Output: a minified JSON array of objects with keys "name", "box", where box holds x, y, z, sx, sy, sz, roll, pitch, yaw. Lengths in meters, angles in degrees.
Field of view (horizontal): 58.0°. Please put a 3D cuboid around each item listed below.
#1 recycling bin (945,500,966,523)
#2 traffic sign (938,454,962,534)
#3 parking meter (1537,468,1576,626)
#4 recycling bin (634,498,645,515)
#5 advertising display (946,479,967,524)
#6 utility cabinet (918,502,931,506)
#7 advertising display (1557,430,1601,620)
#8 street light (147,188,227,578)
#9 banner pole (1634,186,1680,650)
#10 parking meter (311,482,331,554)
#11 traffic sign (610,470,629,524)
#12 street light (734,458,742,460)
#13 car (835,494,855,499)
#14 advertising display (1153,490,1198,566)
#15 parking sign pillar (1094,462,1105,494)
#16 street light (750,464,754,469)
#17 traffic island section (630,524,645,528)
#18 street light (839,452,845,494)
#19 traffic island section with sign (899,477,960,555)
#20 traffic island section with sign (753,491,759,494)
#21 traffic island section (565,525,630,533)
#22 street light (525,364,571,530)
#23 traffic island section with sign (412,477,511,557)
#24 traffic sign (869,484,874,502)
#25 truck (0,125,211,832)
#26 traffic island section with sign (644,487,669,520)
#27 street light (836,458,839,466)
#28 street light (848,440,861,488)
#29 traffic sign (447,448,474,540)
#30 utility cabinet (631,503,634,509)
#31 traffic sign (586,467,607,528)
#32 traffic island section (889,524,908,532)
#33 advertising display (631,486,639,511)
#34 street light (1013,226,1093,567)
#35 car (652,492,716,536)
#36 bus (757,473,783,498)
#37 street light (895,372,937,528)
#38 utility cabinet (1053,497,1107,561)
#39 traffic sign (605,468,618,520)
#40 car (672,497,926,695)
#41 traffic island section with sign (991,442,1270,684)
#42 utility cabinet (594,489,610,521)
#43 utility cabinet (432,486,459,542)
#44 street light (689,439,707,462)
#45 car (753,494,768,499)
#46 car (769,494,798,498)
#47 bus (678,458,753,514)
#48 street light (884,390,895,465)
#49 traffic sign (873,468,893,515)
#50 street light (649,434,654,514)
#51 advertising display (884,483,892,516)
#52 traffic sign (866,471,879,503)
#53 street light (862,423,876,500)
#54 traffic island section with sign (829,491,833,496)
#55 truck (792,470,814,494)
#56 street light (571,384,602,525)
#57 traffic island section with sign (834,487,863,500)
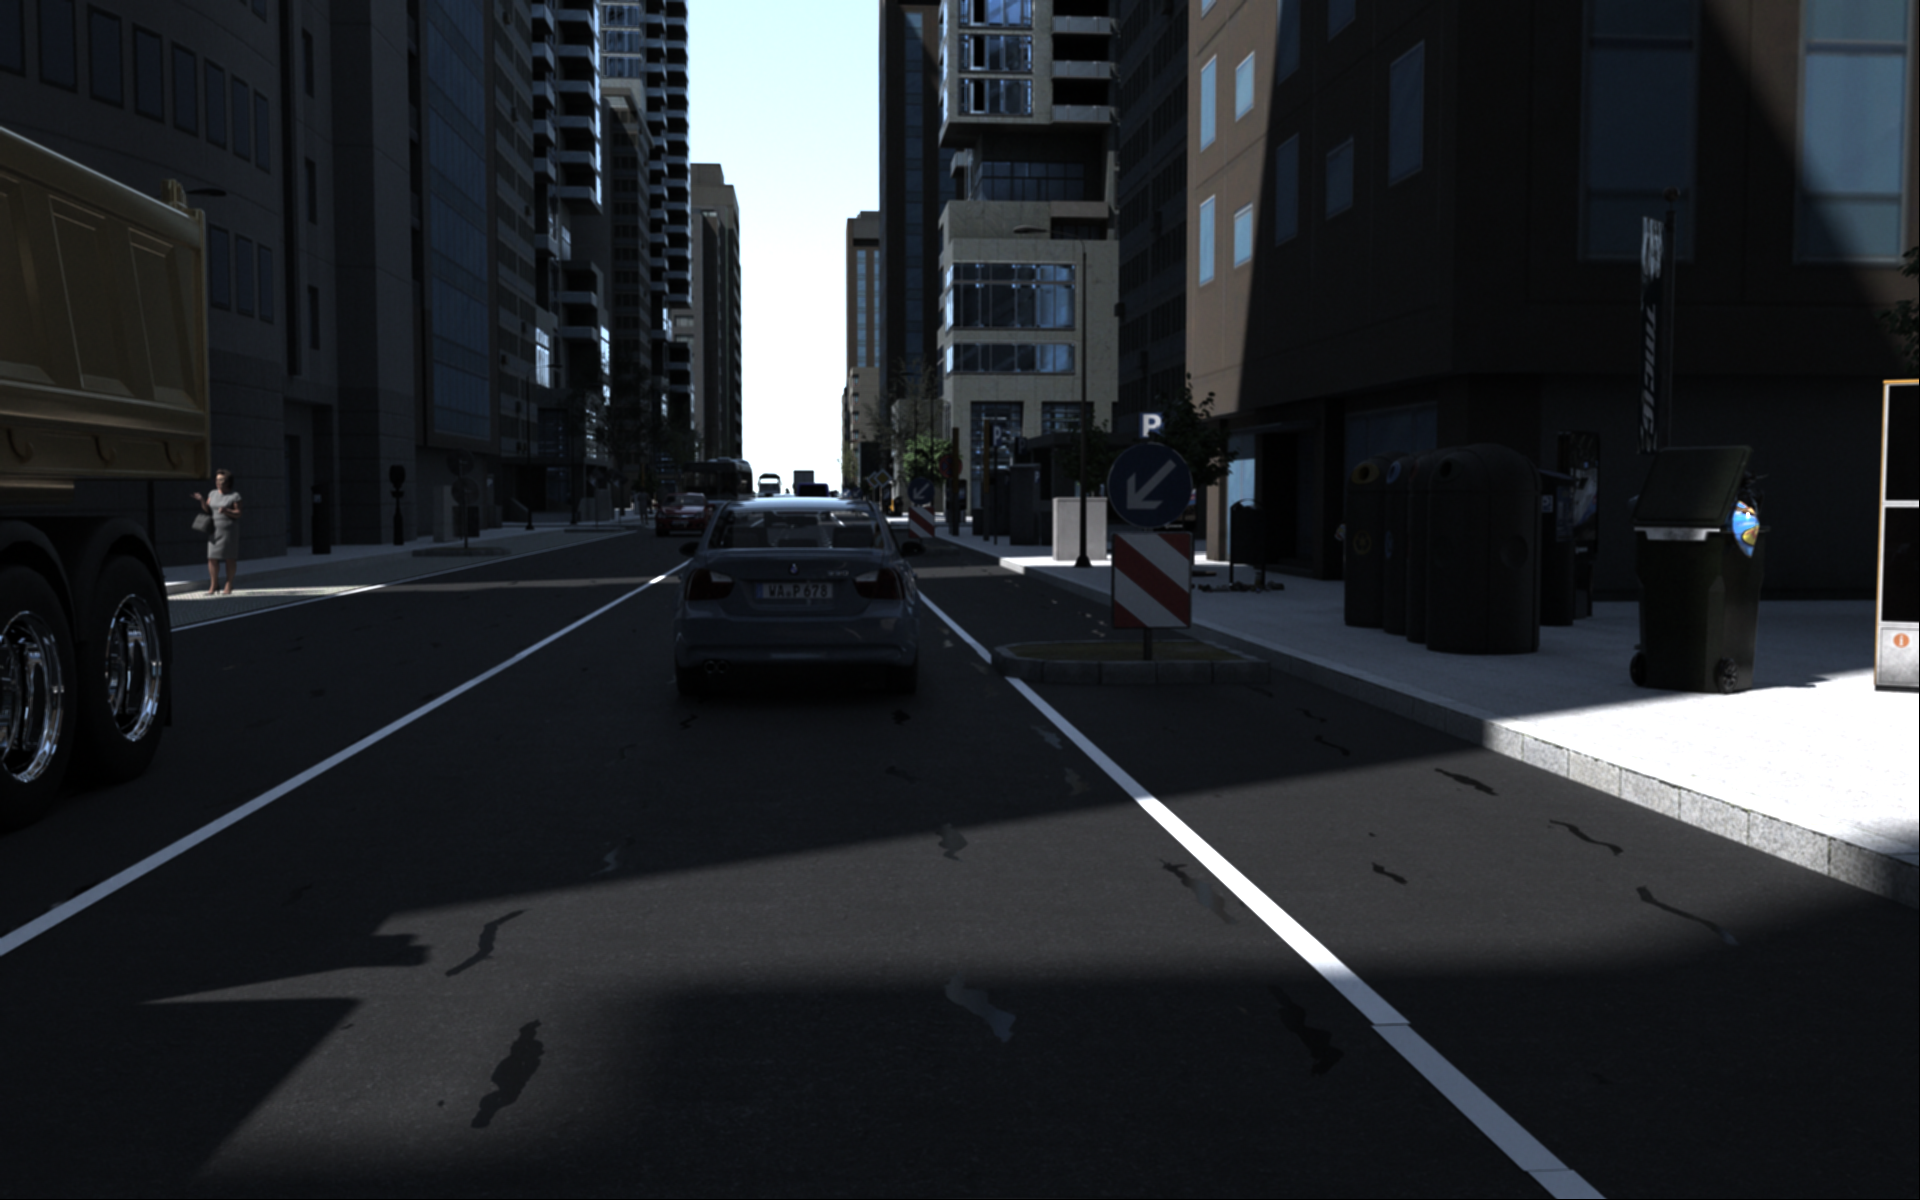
[{"name":"recycling bin","box":[-0.195,-3.938,76.932,0.722,1.027,0.722,1,4,23]},{"name":"traffic sign","box":[-0.308,-3.377,55.321,0.768,2.556,0.104,0,4,-2]},{"name":"parking meter","box":[5.809,-0.521,16.925,0.372,1.533,0.369,0,3,0]},{"name":"recycling bin","box":[-20.024,-5.857,108.319,0.722,1.027,0.722,-1,4,-15]},{"name":"advertising display","box":[-0.157,-4.302,75.547,0.974,1.923,0.123,2,4,27]},{"name":"utility cabinet","box":[-1.937,-5.242,94.387,0.318,1.500,1.173,-1,4,-23]},{"name":"advertising display","box":[6.337,-0.768,17.770,0.123,1.923,0.974,3,4,38]},{"name":"street light","box":[-11.817,-3.292,26.366,1.470,5.913,1.316,0,4,-5]},{"name":"banner pole","box":[5.625,-1.467,14.007,0.401,3.779,0.863,3,5,41]},{"name":"parking meter","box":[-13.645,-1.747,36.969,0.372,1.533,0.369,0,3,0]},{"name":"traffic sign","box":[-14.400,-4.259,73.280,0.795,2.450,0.064,0,4,-5]},{"name":"street light","box":[-29.756,-15.876,232.116,1.470,5.913,1.316,0,4,-5]},{"name":"car","box":[-9.070,-7.765,135.746,1.959,1.807,4.718,0,4,-6]},{"name":"advertising display","box":[3.790,-1.571,30.894,0.974,1.923,0.123,-1,4,-22]},{"name":"parking sign pillar","box":[6.274,-5.285,74.879,1.447,3.967,1.447,-2,4,-25]},{"name":"street light","box":[-32.749,-18.062,267.853,1.470,5.913,1.316,0,4,-5]},{"name":"traffic island section","box":[-14.423,-3.123,73.340,2.009,0.180,2.903,0,4,-5]},{"name":"street light","box":[-12.156,-13.245,189.097,1.470,5.913,1.316,0,4,-5]},{"name":"traffic island section with sign","box":[-1.081,-2.004,41.392,1.989,1.847,2.006,0,4,-5]},{"name":"traffic island section with sign","box":[-32.600,-16.722,282.036,1.989,1.847,2.006,0,4,-5]},{"name":"traffic island section","box":[-13.730,-2.636,65.384,2.009,0.180,2.903,0,4,-5]},{"name":"street light","box":[-14.872,-5.467,61.922,1.470,5.913,1.316,0,4,-5]},{"name":"traffic island section with sign","box":[-11.566,-1.943,40.391,1.989,1.847,2.006,0,4,-5]},{"name":"traffic sign","box":[-6.047,-7.421,121.444,0.768,2.556,0.104,0,4,-3]},{"name":"truck","box":[-4.981,-0.548,4.890,3.469,3.379,9.791,0,4,-6]},{"name":"traffic island section with sign","box":[-16.385,-5.325,95.683,1.989,1.847,2.006,0,4,-5]},{"name":"street light","box":[-16.209,-16.119,236.090,1.470,5.913,1.316,0,4,-5]},{"name":"street light","box":[-9.151,-11.070,153.537,1.470,5.913,1.316,0,4,-5]},{"name":"traffic sign","box":[-13.936,-2.949,48.326,0.768,2.556,0.104,0,4,-1]},{"name":"utility cabinet","box":[-27.142,-8.228,145.682,1.020,1.237,0.306,1,4,12]},{"name":"traffic sign","box":[-13.708,-3.773,65.325,0.795,2.450,0.064,0,4,-5]},{"name":"traffic island section","box":[-2.929,-2.693,66.316,2.009,0.180,2.903,0,4,-5]},{"name":"advertising display","box":[-24.461,-7.710,131.279,0.974,1.923,0.123,1,4,18]},{"name":"street light","box":[1.623,-3.527,30.216,1.470,5.913,1.316,0,4,-5]},{"name":"car","box":[-9.554,-3.128,60.183,2.155,1.783,4.494,0,4,-5]},{"name":"bus","box":[-22.425,-12.984,203.833,2.896,3.916,12.252,0,4,-7]},{"name":"street light","box":[-1.606,-5.724,66.123,1.470,5.913,1.316,0,4,-5]},{"name":"utility cabinet","box":[2.310,-1.360,33.398,1.020,1.237,0.306,-1,4,-16]},{"name":"traffic sign","box":[-17.192,-5.235,85.700,0.768,2.556,0.104,0,4,-3]},{"name":"car","box":[-1.252,-0.104,13.707,2.014,1.417,4.499,0,4,-4]},{"name":"traffic island section with sign","box":[1.286,-0.330,14.029,1.989,1.847,2.006,0,4,-5]},{"name":"utility cabinet","box":[-16.805,-4.448,81.411,0.318,1.500,1.173,1,4,10]},{"name":"utility cabinet","box":[-13.764,-2.302,46.319,0.318,1.500,1.173,0,4,3]},{"name":"street light","box":[-22.494,-10.807,149.241,1.470,5.913,1.316,0,4,-5]},{"name":"car","box":[-20.125,-10.042,172.990,1.959,1.807,4.718,0,4,-6]},{"name":"car","box":[-7.665,-4.034,75.747,2.009,1.686,4.222,0,4,-4]},{"name":"bus","box":[-12.110,-5.649,87.223,2.948,3.499,13.247,0,4,-3]},{"name":"street light","box":[-2.523,-6.421,77.517,1.470,5.913,1.316,0,4,-5]},{"name":"traffic sign","box":[-2.952,-3.828,66.237,0.795,2.450,0.064,0,4,-5]},{"name":"street light","box":[-18.998,-8.374,109.450,1.470,5.913,1.316,0,4,-5]},{"name":"advertising display","box":[-4.277,-5.907,101.786,0.123,1.923,0.974,-2,4,-29]},{"name":"traffic sign","box":[-3.644,-4.315,74.192,0.795,2.450,0.064,0,4,-5]},{"name":"street light","box":[-5.504,-8.609,113.297,1.470,5.913,1.316,0,4,-5]},{"name":"traffic island section with sign","box":[-8.213,-7.014,123.313,1.989,1.847,2.006,0,4,-5]},{"name":"truck","box":[-18.782,-13.423,208.372,2.839,4.237,11.283,0,4,-5]},{"name":"street light","box":[-15.770,-6.143,72.979,1.470,5.913,1.316,0,4,-5]},{"name":"traffic island section with sign","box":[-5.878,-5.372,96.458,1.989,1.847,2.006,0,4,-5]}]
